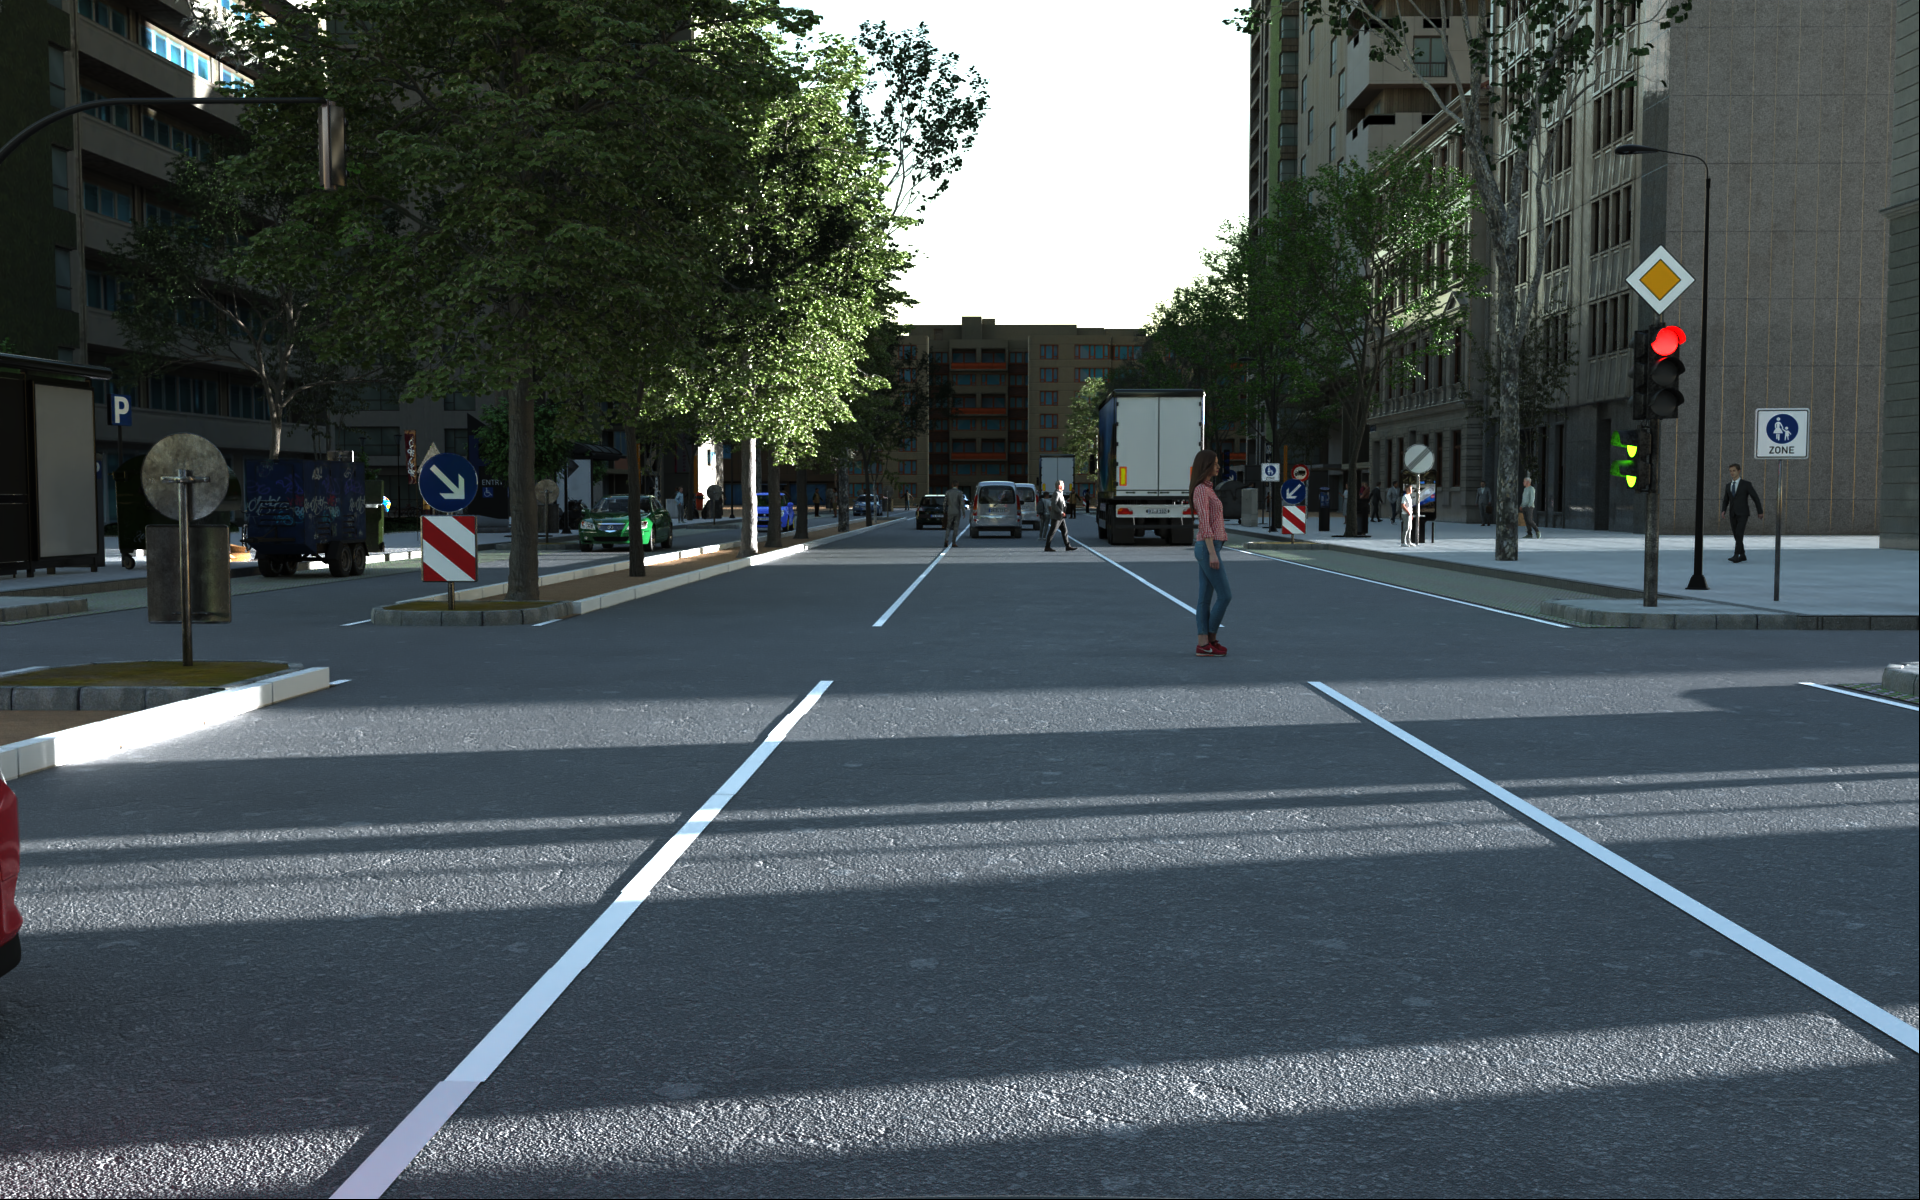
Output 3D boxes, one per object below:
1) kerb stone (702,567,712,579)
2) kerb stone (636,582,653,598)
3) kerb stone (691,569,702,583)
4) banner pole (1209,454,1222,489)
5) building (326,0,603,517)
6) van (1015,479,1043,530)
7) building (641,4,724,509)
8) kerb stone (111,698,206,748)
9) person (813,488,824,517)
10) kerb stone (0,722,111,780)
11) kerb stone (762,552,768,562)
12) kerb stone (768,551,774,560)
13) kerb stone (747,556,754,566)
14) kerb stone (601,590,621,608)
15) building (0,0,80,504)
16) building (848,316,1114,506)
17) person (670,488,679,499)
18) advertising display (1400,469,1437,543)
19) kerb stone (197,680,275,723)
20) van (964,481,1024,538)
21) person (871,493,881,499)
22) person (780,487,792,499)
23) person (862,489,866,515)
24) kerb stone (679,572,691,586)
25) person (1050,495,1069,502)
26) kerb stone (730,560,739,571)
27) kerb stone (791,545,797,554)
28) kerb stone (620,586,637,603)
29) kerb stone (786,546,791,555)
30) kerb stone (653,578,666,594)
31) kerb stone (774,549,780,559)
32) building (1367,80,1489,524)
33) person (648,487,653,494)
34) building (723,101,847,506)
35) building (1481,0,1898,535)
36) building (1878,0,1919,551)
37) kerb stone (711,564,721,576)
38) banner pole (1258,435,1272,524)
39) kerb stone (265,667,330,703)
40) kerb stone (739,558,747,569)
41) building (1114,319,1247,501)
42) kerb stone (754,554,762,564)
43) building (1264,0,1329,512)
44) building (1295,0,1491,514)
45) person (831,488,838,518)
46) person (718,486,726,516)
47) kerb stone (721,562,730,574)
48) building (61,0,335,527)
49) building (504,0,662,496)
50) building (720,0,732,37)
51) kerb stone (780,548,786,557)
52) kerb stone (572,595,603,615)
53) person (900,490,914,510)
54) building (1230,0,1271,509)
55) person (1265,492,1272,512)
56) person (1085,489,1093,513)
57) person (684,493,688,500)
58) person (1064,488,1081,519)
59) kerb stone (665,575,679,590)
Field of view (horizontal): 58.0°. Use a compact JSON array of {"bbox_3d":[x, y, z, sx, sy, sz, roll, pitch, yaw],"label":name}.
[{"bbox_3d":[-4.374,-0.433,29.282,0.120,0.150,1.000,0,4,1],"label":"kerb stone"},{"bbox_3d":[-4.481,-0.120,24.159,0.120,0.150,1.000,0,4,1],"label":"kerb stone"},{"bbox_3d":[-4.400,-0.371,28.254,0.120,0.150,1.000,0,4,1],"label":"kerb stone"},{"bbox_3d":[13.944,-6.423,95.035,0.863,3.779,0.401,1,4,18],"label":"banner pole"},{"bbox_3d":[-30.005,-20.273,103.158,14.160,30.474,14.107,0,4,1],"label":"building"},{"bbox_3d":[2.392,-3.839,69.771,2.013,2.044,4.112,0,4,1],"label":"van"},{"bbox_3d":[-32.785,-32.171,149.693,21.600,48.544,21.300,0,4,1],"label":"building"},{"bbox_3d":[-4.783,0.728,10.285,0.120,0.150,1.000,0,4,1],"label":"kerb stone"},{"bbox_3d":[-8.989,-6.151,109.158,0.705,1.812,1.348,2,4,24],"label":"person"},{"bbox_3d":[-4.811,0.791,9.264,0.120,0.150,1.000,0,4,1],"label":"kerb stone"},{"bbox_3d":[-4.218,-0.872,36.459,0.120,0.150,1.000,0,4,1],"label":"kerb stone"},{"bbox_3d":[-4.198,-0.929,37.481,0.120,0.150,1.000,0,4,1],"label":"kerb stone"},{"bbox_3d":[-4.264,-0.746,34.411,0.120,0.150,1.000,0,4,1],"label":"kerb stone"},{"bbox_3d":[-4.527,0.005,22.107,0.120,0.150,1.000,0,4,1],"label":"kerb stone"},{"bbox_3d":[-29.873,-16.249,37.381,14.160,30.474,14.107,0,4,1],"label":"building"},{"bbox_3d":[2.274,-21.863,202.493,28.899,21.520,27.650,0,4,1],"label":"building"},{"bbox_3d":[-19.736,-6.938,120.267,1.217,1.735,0.721,3,5,41],"label":"person"},{"bbox_3d":[11.963,-2.447,45.223,0.974,1.923,0.123,-1,4,-10],"label":"advertising display"},{"bbox_3d":[-4.760,0.670,11.307,0.120,0.150,1.000,0,4,1],"label":"kerb stone"},{"bbox_3d":[1.165,-3.093,57.584,2.013,2.044,4.112,0,4,-1],"label":"van"},{"bbox_3d":[-6.749,-7.770,135.528,1.348,1.826,0.705,-1,4,-18],"label":"person"},{"bbox_3d":[-13.681,-7.819,133.886,1.348,1.823,0.705,-1,4,-12],"label":"person"},{"bbox_3d":[-6.572,-6.769,119.315,0.705,1.807,1.348,1,4,21],"label":"person"},{"bbox_3d":[-4.423,-0.308,27.232,0.120,0.150,1.000,0,4,1],"label":"kerb stone"},{"bbox_3d":[6.202,-6.071,108.280,1.217,1.766,0.721,1,4,12],"label":"person"},{"bbox_3d":[-4.306,-0.621,32.355,0.120,0.150,1.000,0,4,1],"label":"kerb stone"},{"bbox_3d":[-4.095,-1.184,41.572,0.120,0.150,1.000,0,4,1],"label":"kerb stone"},{"bbox_3d":[-4.508,-0.057,23.129,0.120,0.150,1.000,0,4,1],"label":"kerb stone"},{"bbox_3d":[-4.129,-1.120,40.550,0.120,0.150,1.000,0,4,1],"label":"kerb stone"},{"bbox_3d":[-4.462,-0.181,25.184,0.120,0.150,1.000,0,4,1],"label":"kerb stone"},{"bbox_3d":[-4.174,-0.997,38.503,0.120,0.150,1.000,0,4,1],"label":"kerb stone"},{"bbox_3d":[27.106,-15.158,83.985,11.583,22.565,21.152,0,4,1],"label":"building"},{"bbox_3d":[-19.249,-6.154,107.379,0.721,1.735,1.217,1,4,21],"label":"person"},{"bbox_3d":[-20.281,-33.442,196.893,14.200,45.320,14.600,0,4,1],"label":"building"},{"bbox_3d":[28.048,-14.993,63.154,12.078,24.808,19.932,0,4,1],"label":"building"},{"bbox_3d":[36.322,-15.699,34.176,29.804,29.767,11.434,0,4,1],"label":"building"},{"bbox_3d":[-4.359,-0.496,30.305,0.120,0.150,1.000,0,4,1],"label":"kerb stone"},{"bbox_3d":[13.042,-5.119,73.719,0.401,3.779,0.863,-2,4,-23],"label":"banner pole"},{"bbox_3d":[-4.742,0.603,12.329,0.120,0.150,1.000,0,4,1],"label":"kerb stone"},{"bbox_3d":[-4.283,-0.684,33.381,0.120,0.150,1.000,0,4,1],"label":"kerb stone"},{"bbox_3d":[31.327,-21.898,203.068,28.899,21.520,27.650,0,4,1],"label":"building"},{"bbox_3d":[-4.241,-0.810,35.436,0.120,0.150,1.000,0,4,1],"label":"kerb stone"},{"bbox_3d":[30.050,-27.345,130.691,14.154,41.232,14.086,0,4,1],"label":"building"},{"bbox_3d":[36.976,-31.803,109.217,28.713,52.752,27.495,0,4,1],"label":"building"},{"bbox_3d":[-7.653,-5.936,105.548,0.705,1.824,1.348,-1,4,-15],"label":"person"},{"bbox_3d":[-14.340,-5.893,103.116,1.217,1.735,0.721,3,4,38],"label":"person"},{"bbox_3d":[-4.337,-0.558,31.327,0.120,0.150,1.000,0,4,1],"label":"kerb stone"},{"bbox_3d":[-37.689,-26.857,62.809,21.300,48.544,21.600,0,4,1],"label":"building"},{"bbox_3d":[-34.086,-28.738,124.490,22.147,44.769,28.867,0,4,1],"label":"building"},{"bbox_3d":[-37.864,-46.582,199.872,20.611,71.187,20.563,0,4,1],"label":"building"},{"bbox_3d":[-4.154,-1.060,39.528,0.120,0.150,1.000,0,4,1],"label":"kerb stone"},{"bbox_3d":[-4.553,0.068,21.085,0.120,0.150,1.000,0,4,1],"label":"kerb stone"},{"bbox_3d":[-4.695,-8.860,153.384,1.348,1.821,0.705,-2,4,-26],"label":"person"},{"bbox_3d":[34.079,-43.349,147.009,20.563,71.187,20.611,0,4,1],"label":"building"},{"bbox_3d":[22.017,-6.993,123.633,1.065,1.426,0.557,-3,5,-42],"label":"person"},{"bbox_3d":[9.722,-7.514,131.363,0.705,1.823,1.348,-1,4,-19],"label":"person"},{"bbox_3d":[-20.770,-7.756,132.875,0.705,1.821,1.348,1,4,22],"label":"person"},{"bbox_3d":[6.574,-5.656,101.073,1.348,1.812,0.705,3,5,40],"label":"person"},{"bbox_3d":[-4.442,-0.246,26.210,0.120,0.150,1.000,0,4,1],"label":"kerb stone"}]
